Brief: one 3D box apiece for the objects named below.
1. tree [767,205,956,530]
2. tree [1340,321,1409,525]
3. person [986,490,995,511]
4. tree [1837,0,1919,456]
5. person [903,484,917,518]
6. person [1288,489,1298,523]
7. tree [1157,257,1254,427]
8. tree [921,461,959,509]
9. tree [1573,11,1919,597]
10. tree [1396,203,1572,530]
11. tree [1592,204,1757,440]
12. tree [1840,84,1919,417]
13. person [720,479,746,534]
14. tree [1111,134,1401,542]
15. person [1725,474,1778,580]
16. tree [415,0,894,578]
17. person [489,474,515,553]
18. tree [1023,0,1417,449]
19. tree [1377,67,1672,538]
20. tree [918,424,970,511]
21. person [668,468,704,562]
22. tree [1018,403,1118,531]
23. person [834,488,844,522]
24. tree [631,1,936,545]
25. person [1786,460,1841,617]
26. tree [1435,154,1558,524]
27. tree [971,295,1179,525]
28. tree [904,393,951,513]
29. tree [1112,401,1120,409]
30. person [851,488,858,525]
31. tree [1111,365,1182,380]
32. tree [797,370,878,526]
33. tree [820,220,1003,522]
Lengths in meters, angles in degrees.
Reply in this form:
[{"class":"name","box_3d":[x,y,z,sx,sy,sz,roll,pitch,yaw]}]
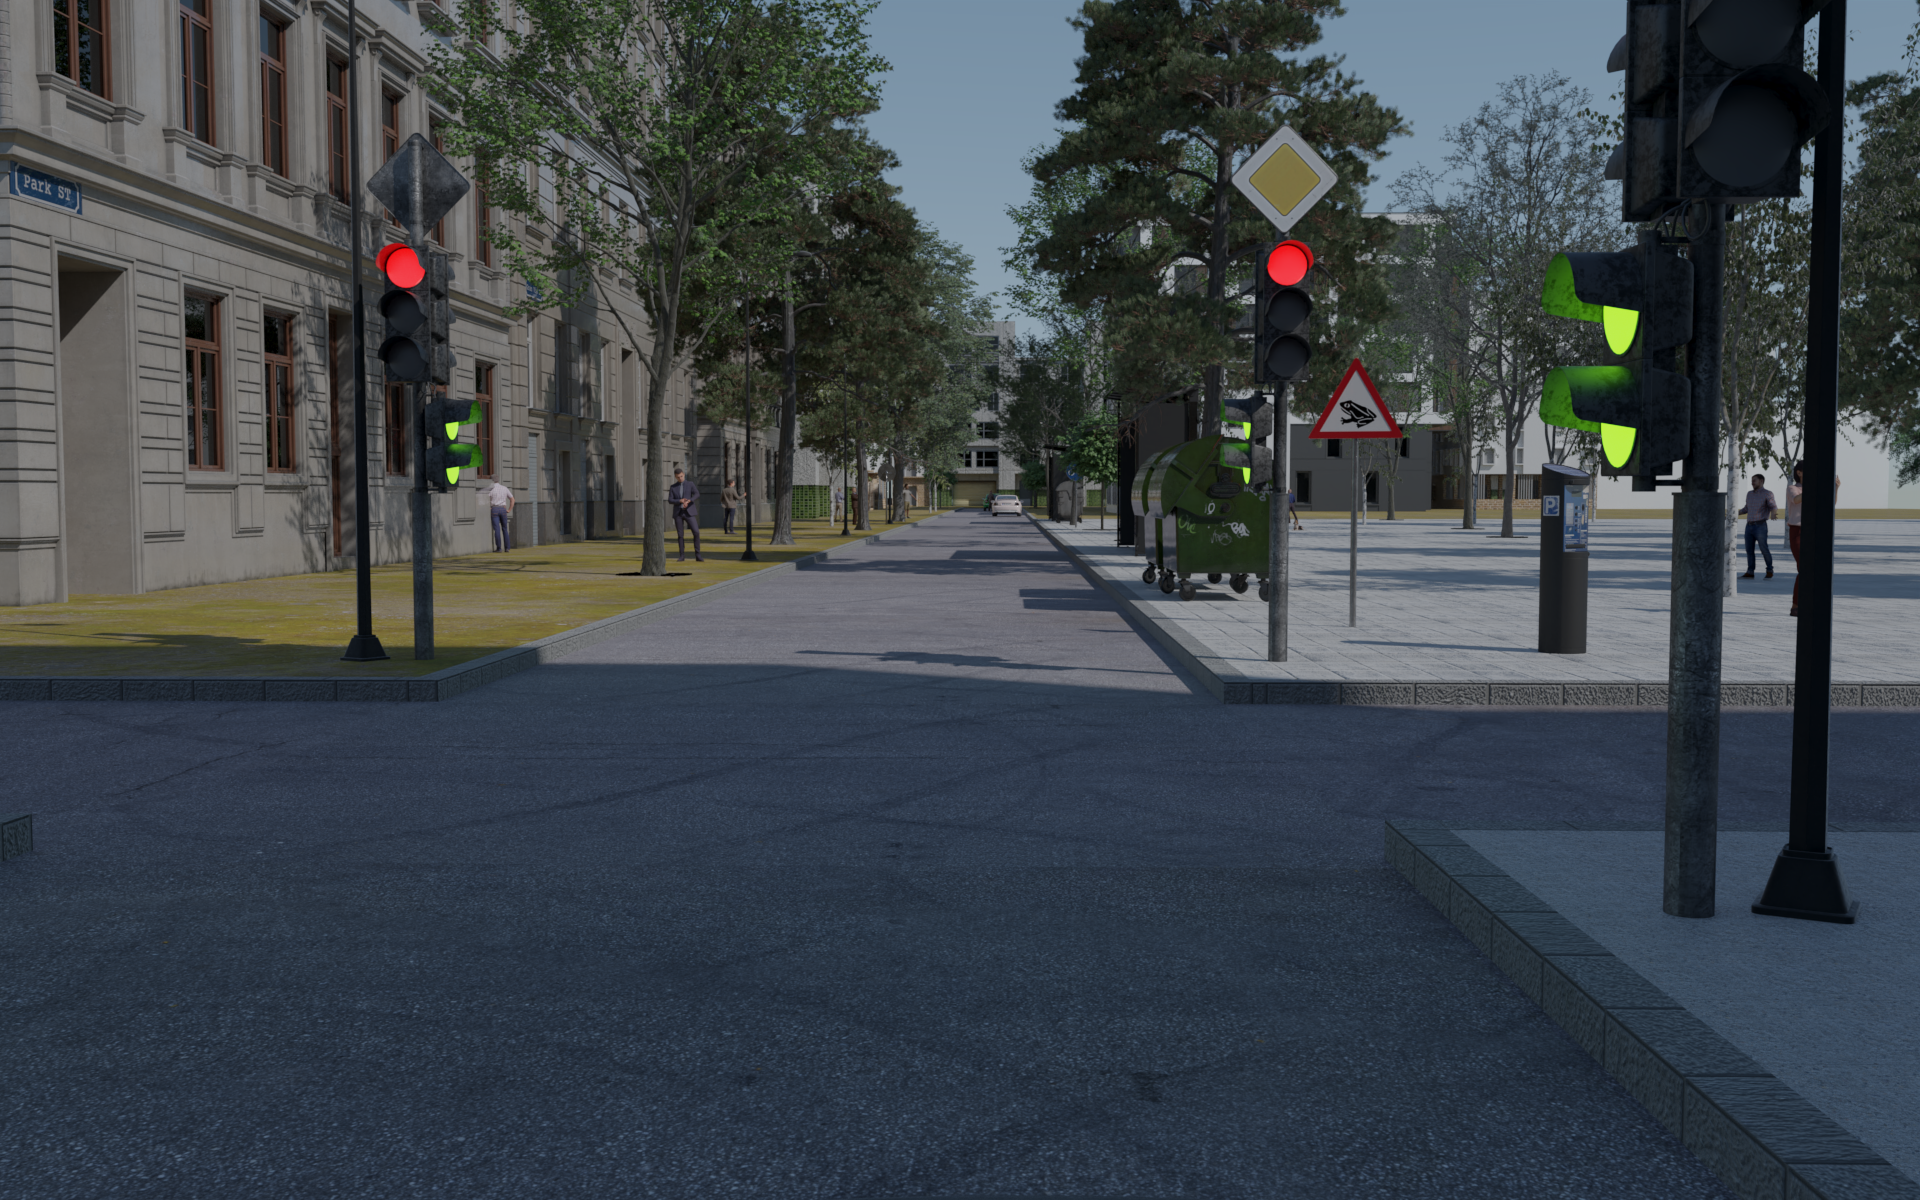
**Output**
[{"class":"tree","box_3d":[-3.492,-8.504,61.102,6.751,12.117,7.091,0,3,0]},{"class":"tree","box_3d":[16.645,-7.391,71.197,4.360,8.622,3.978,0,3,0]},{"class":"person","box_3d":[2.586,-8.205,143.200,0.434,1.755,0.990,-3,5,-40]},{"class":"tree","box_3d":[19.947,-6.750,32.420,6.751,12.117,7.091,0,3,0]},{"class":"person","box_3d":[-2.795,-5.214,91.291,0.705,1.824,1.348,3,5,41]},{"class":"person","box_3d":[14.500,-4.106,75.871,0.574,1.496,0.600,0,4,2]},{"class":"tree","box_3d":[7.607,-6.366,54.441,4.360,8.622,3.978,0,3,0]},{"class":"tree","box_3d":[-1.790,-10.423,154.133,4.285,4.588,4.351,0,3,0]},{"class":"tree","box_3d":[9.823,-4.336,21.258,4.360,8.622,3.978,0,3,0]},{"class":"tree","box_3d":[18.268,-8.366,62.546,9.928,11.665,9.643,0,3,0]},{"class":"tree","box_3d":[28.426,-9.745,66.757,7.806,13.903,7.818,0,3,0]},{"class":"tree","box_3d":[27.815,-8.669,49.161,7.806,13.903,7.818,0,3,0]},{"class":"person","box_3d":[-7.220,-2.987,55.419,0.750,1.759,0.617,-3,5,-42]},{"class":"tree","box_3d":[4.609,-7.398,46.720,9.928,11.665,9.643,0,3,0]},{"class":"person","box_3d":[11.901,-1.094,25.896,0.435,1.587,0.963,-2,4,-30]},{"class":"tree","box_3d":[-4.645,-6.182,26.828,9.928,11.665,9.643,0,3,0]},{"class":"person","box_3d":[-10.136,-1.892,37.914,0.756,1.711,0.436,-2,4,-31]},{"class":"tree","box_3d":[4.452,-6.623,30.336,6.751,12.117,7.091,0,3,0]},{"class":"tree","box_3d":[16.094,-8.550,50.157,12.009,13.543,11.850,0,3,0]},{"class":"tree","box_3d":[-1.605,-10.813,127.154,4.360,8.622,3.978,0,3,0]},{"class":"person","box_3d":[-5.188,-1.608,32.782,0.683,1.767,0.568,0,4,-5]},{"class":"tree","box_3d":[5.116,-4.748,61.346,4.285,4.588,4.351,0,3,0]},{"class":"person","box_3d":[-5.479,-4.302,78.444,0.516,1.574,0.319,3,4,37]},{"class":"tree","box_3d":[-4.286,-8.321,43.471,7.806,13.903,7.818,0,3,0]},{"class":"person","box_3d":[8.938,-0.653,18.175,0.517,1.644,0.566,2,4,27]},{"class":"tree","box_3d":[13.067,-5.326,37.445,4.360,8.622,3.978,0,3,0]},{"class":"tree","box_3d":[4.647,-8.319,70.434,8.767,10.594,7.601,0,4,-6]},{"class":"tree","box_3d":[-2.060,-10.126,115.918,4.737,8.622,4.395,0,3,0]},{"class":"tree","box_3d":[8.666,-7.784,77.632,4.360,8.622,3.978,0,3,0]},{"class":"person","box_3d":[-4.325,-3.895,71.996,0.388,1.546,0.482,1,4,20]},{"class":"tree","box_3d":[9.319,-8.210,84.596,4.737,8.622,4.395,0,3,0]},{"class":"tree","box_3d":[-5.068,-7.216,68.347,4.737,8.622,4.395,0,3,0]},{"class":"tree","box_3d":[-2.752,-10.602,79.999,9.857,13.997,8.962,0,3,0]}]
